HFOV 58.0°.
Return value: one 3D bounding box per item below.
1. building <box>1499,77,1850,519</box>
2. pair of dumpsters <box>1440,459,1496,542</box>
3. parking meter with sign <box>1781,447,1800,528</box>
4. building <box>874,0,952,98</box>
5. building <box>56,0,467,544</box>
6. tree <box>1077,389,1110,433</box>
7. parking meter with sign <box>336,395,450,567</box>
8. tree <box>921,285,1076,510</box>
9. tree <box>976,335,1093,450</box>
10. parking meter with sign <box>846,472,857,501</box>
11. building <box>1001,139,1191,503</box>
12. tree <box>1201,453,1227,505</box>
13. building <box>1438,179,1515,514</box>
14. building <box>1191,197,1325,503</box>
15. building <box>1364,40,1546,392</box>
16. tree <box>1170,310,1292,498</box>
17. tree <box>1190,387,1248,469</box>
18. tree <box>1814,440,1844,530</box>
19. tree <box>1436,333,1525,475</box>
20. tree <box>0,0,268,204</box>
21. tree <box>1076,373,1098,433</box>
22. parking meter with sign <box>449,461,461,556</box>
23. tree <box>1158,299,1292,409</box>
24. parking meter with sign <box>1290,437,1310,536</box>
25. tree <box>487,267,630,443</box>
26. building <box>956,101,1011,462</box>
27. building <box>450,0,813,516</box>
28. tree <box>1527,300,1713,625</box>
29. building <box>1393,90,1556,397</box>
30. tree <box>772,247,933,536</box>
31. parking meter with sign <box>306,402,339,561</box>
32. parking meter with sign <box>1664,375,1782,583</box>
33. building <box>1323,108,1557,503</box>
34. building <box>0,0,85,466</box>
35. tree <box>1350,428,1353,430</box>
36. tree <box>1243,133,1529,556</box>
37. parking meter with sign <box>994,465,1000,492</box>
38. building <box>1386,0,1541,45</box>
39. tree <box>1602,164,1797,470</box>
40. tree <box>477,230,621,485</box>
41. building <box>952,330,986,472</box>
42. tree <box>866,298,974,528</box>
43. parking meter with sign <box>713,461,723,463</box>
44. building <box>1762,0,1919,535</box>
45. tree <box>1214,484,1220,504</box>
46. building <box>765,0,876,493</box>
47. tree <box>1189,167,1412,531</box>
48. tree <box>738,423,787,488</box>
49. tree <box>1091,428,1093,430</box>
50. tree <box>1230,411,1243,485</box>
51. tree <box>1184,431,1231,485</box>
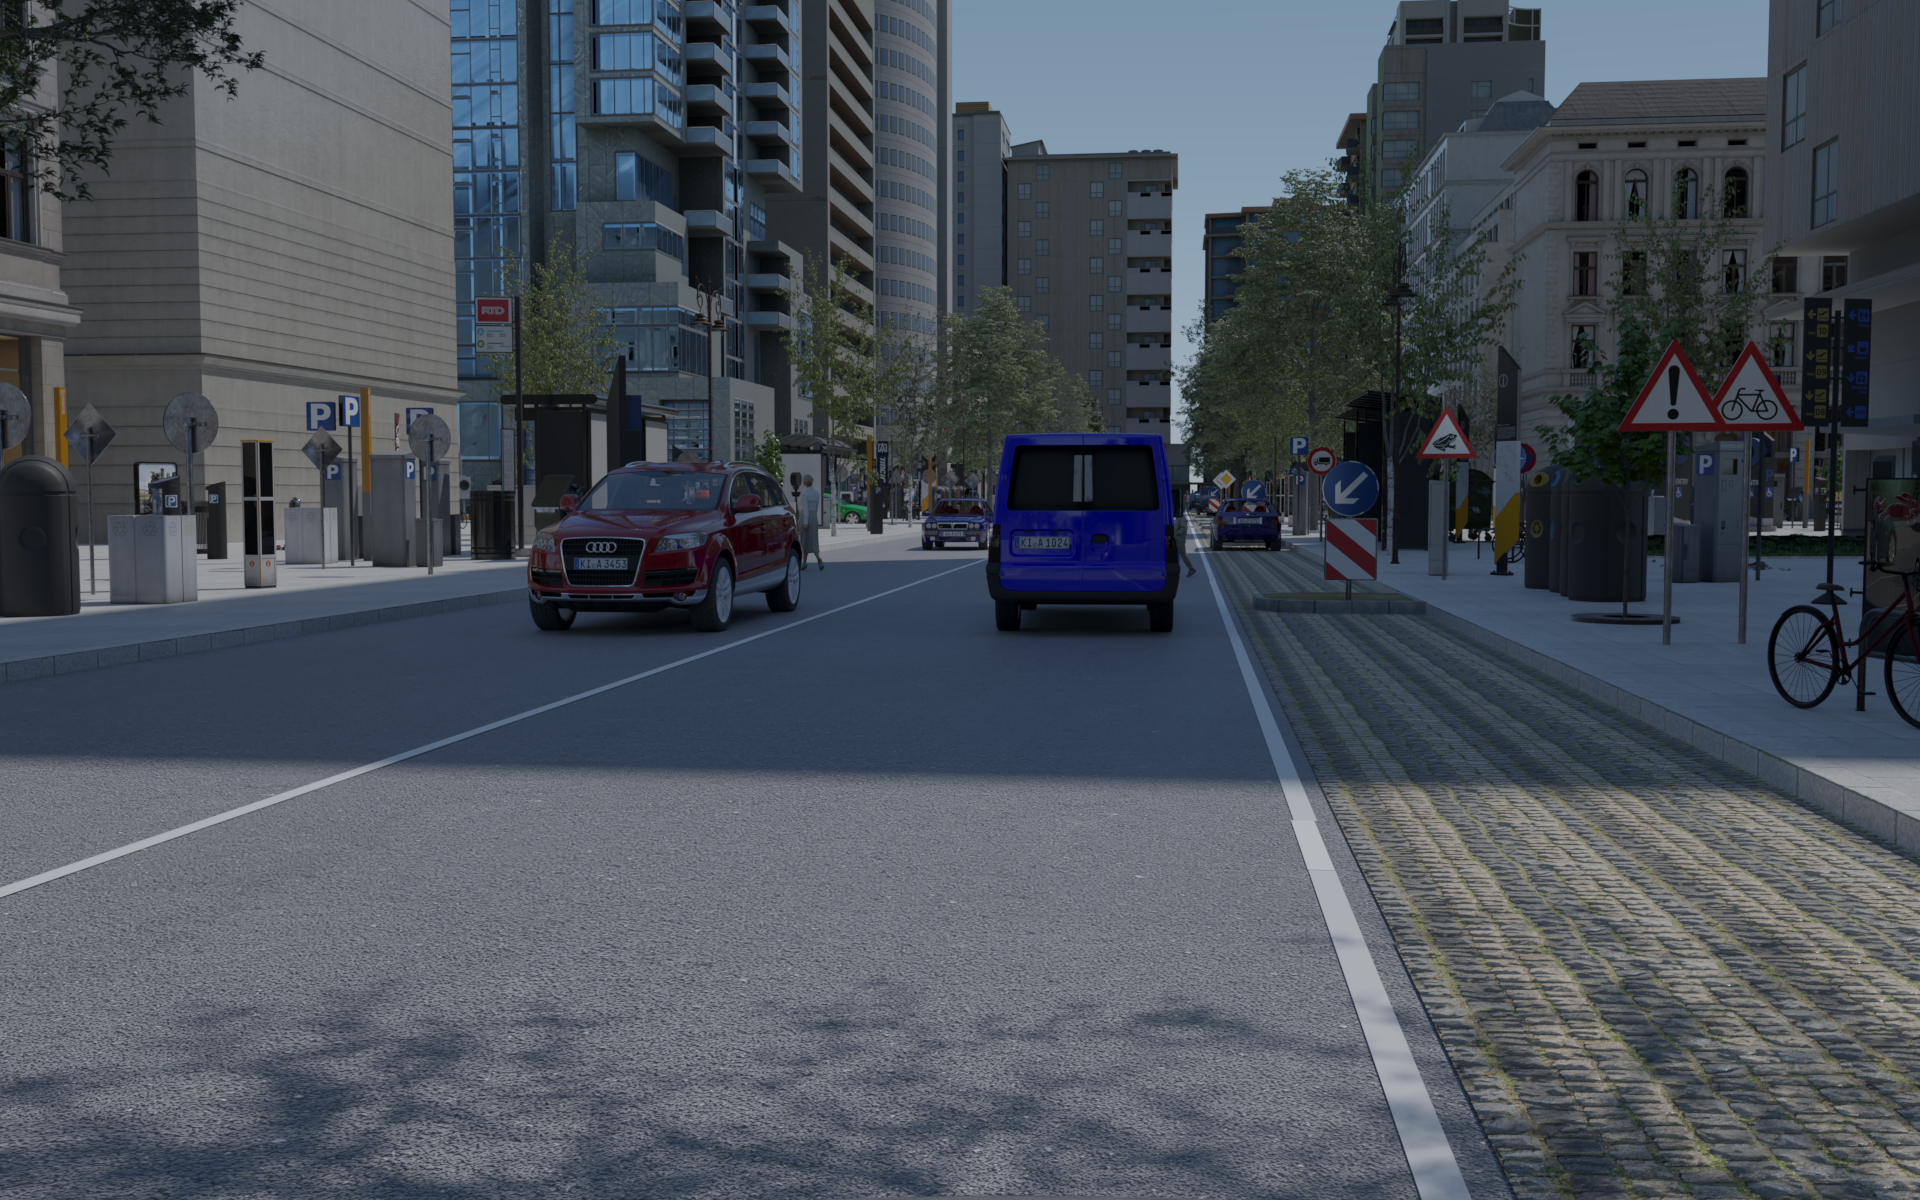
[{"bbox_3d":[40.204,-16.178,93.387,19.941,23.489,11.050,0,4,7],"label":"building"},{"bbox_3d":[13.881,-2.810,48.431,1.574,2.255,4.437,0,4,7],"label":"pair of dumpsters"},{"bbox_3d":[30.434,-4.198,64.903,1.738,3.016,0.543,0,4,-3],"label":"parking meter with sign"},{"bbox_3d":[-12.986,-38.467,170.926,21.231,58.520,28.212,0,4,7],"label":"building"},{"bbox_3d":[-39.556,-16.971,53.896,44.131,29.872,17.030,0,4,7],"label":"building"},{"bbox_3d":[12.627,-16.393,185.031,9.611,12.733,9.660,0,3,0],"label":"tree"},{"bbox_3d":[-10.020,-2.101,30.610,1.738,3.016,0.543,1,4,12],"label":"parking meter with sign"},{"bbox_3d":[1.657,-10.756,93.990,7.486,12.596,7.792,0,3,0],"label":"tree"},{"bbox_3d":[5.487,-13.487,130.886,12.009,13.543,11.850,0,3,0],"label":"tree"},{"bbox_3d":[-8.283,-8.373,133.161,0.543,3.016,1.738,-2,4,-28],"label":"parking meter with sign"},{"bbox_3d":[21.436,-41.290,264.330,27.495,52.752,28.713,0,4,7],"label":"building"},{"bbox_3d":[30.226,-15.383,201.867,4.360,8.622,3.978,0,3,0],"label":"tree"},{"bbox_3d":[37.643,-15.755,112.354,10.420,20.320,16.860,0,4,7],"label":"building"},{"bbox_3d":[49.099,-36.948,258.715,28.867,44.769,22.147,0,4,7],"label":"building"},{"bbox_3d":[45.489,-29.189,160.827,14.154,41.232,14.086,0,4,7],"label":"building"},{"bbox_3d":[19.578,-13.123,121.211,9.857,13.997,8.962,0,3,0],"label":"tree"},{"bbox_3d":[22.785,-13.157,140.868,9.928,11.665,9.643,0,3,0],"label":"tree"},{"bbox_3d":[31.647,-4.159,62.599,1.663,3.219,1.824,0,3,0],"label":"tree"},{"bbox_3d":[24.116,-7.916,79.787,4.360,8.622,3.978,0,3,0],"label":"tree"},{"bbox_3d":[-8.567,-4.744,11.982,8.767,10.594,7.601,-1,4,-16],"label":"tree"},{"bbox_3d":[7.344,-13.841,144.424,7.486,12.596,7.792,0,3,0],"label":"tree"},{"bbox_3d":[-10.828,-2.418,35.800,0.543,3.016,1.738,0,4,4],"label":"parking meter with sign"},{"bbox_3d":[25.752,-19.066,167.614,12.611,20.169,13.585,0,3,0],"label":"tree"},{"bbox_3d":[10.576,-3.510,53.644,0.543,3.016,1.738,1,4,17],"label":"parking meter with sign"},{"bbox_3d":[-12.793,-6.425,55.408,4.360,8.622,3.978,0,3,0],"label":"tree"},{"bbox_3d":[-6.631,-44.172,264.217,28.212,58.520,21.231,0,4,7],"label":"building"},{"bbox_3d":[-21.760,-48.743,109.617,22.319,86.520,31.000,0,4,7],"label":"building"},{"bbox_3d":[6.744,-1.401,17.509,1.663,3.219,1.824,0,3,0],"label":"tree"},{"bbox_3d":[41.195,-21.897,135.502,11.434,29.767,29.804,0,4,7],"label":"building"},{"bbox_3d":[-3.632,-6.220,52.063,4.737,8.622,4.395,0,3,0],"label":"tree"},{"bbox_3d":[-11.991,-2.284,33.606,0.543,3.016,1.738,0,4,5],"label":"parking meter with sign"},{"bbox_3d":[11.074,-1.772,25.240,1.738,3.016,0.543,-2,4,-25],"label":"parking meter with sign"},{"bbox_3d":[53.998,-33.099,195.786,22.147,44.769,28.867,0,4,7],"label":"building"},{"bbox_3d":[-26.582,-10.273,18.875,10.553,20.767,40.483,0,4,7],"label":"building"},{"bbox_3d":[30.917,-10.774,126.515,4.360,8.622,3.978,0,3,0],"label":"tree"},{"bbox_3d":[9.107,-5.215,35.626,4.737,8.622,4.395,0,3,0],"label":"tree"},{"bbox_3d":[2.311,-6.610,104.331,0.543,3.016,1.738,0,4,3],"label":"parking meter with sign"},{"bbox_3d":[73.512,-49.879,253.775,20.611,71.187,20.563,0,4,7],"label":"building"},{"bbox_3d":[16.603,-5.467,39.754,4.737,8.622,4.395,0,3,0],"label":"tree"},{"bbox_3d":[-11.813,-6.050,49.280,4.737,8.622,4.395,0,3,0],"label":"tree"},{"bbox_3d":[-12.626,-22.102,206.411,28.899,21.520,27.650,0,4,7],"label":"building"},{"bbox_3d":[-1.691,-7.087,66.242,4.360,8.622,3.978,0,3,0],"label":"tree"},{"bbox_3d":[-12.912,-5.692,89.318,0.543,3.016,1.738,2,4,25],"label":"parking meter with sign"},{"bbox_3d":[36.595,-27.462,38.250,28.713,52.752,27.495,0,4,7],"label":"building"},{"bbox_3d":[33.492,-14.230,227.263,1.663,3.219,1.824,0,3,0],"label":"tree"},{"bbox_3d":[-19.432,-31.883,144.991,21.300,48.544,21.600,0,4,7],"label":"building"},{"bbox_3d":[12.296,-8.747,61.142,7.486,12.596,7.792,0,3,0],"label":"tree"},{"bbox_3d":[-5.172,-3.222,47.278,1.663,3.219,1.824,0,3,0],"label":"tree"},{"bbox_3d":[12.023,-13.787,175.786,4.737,8.622,4.395,0,3,0],"label":"tree"},{"bbox_3d":[15.953,-8.413,87.914,4.737,8.622,4.395,0,3,0],"label":"tree"},{"bbox_3d":[31.981,-17.443,219.599,8.767,10.594,7.601,3,4,36],"label":"tree"}]
